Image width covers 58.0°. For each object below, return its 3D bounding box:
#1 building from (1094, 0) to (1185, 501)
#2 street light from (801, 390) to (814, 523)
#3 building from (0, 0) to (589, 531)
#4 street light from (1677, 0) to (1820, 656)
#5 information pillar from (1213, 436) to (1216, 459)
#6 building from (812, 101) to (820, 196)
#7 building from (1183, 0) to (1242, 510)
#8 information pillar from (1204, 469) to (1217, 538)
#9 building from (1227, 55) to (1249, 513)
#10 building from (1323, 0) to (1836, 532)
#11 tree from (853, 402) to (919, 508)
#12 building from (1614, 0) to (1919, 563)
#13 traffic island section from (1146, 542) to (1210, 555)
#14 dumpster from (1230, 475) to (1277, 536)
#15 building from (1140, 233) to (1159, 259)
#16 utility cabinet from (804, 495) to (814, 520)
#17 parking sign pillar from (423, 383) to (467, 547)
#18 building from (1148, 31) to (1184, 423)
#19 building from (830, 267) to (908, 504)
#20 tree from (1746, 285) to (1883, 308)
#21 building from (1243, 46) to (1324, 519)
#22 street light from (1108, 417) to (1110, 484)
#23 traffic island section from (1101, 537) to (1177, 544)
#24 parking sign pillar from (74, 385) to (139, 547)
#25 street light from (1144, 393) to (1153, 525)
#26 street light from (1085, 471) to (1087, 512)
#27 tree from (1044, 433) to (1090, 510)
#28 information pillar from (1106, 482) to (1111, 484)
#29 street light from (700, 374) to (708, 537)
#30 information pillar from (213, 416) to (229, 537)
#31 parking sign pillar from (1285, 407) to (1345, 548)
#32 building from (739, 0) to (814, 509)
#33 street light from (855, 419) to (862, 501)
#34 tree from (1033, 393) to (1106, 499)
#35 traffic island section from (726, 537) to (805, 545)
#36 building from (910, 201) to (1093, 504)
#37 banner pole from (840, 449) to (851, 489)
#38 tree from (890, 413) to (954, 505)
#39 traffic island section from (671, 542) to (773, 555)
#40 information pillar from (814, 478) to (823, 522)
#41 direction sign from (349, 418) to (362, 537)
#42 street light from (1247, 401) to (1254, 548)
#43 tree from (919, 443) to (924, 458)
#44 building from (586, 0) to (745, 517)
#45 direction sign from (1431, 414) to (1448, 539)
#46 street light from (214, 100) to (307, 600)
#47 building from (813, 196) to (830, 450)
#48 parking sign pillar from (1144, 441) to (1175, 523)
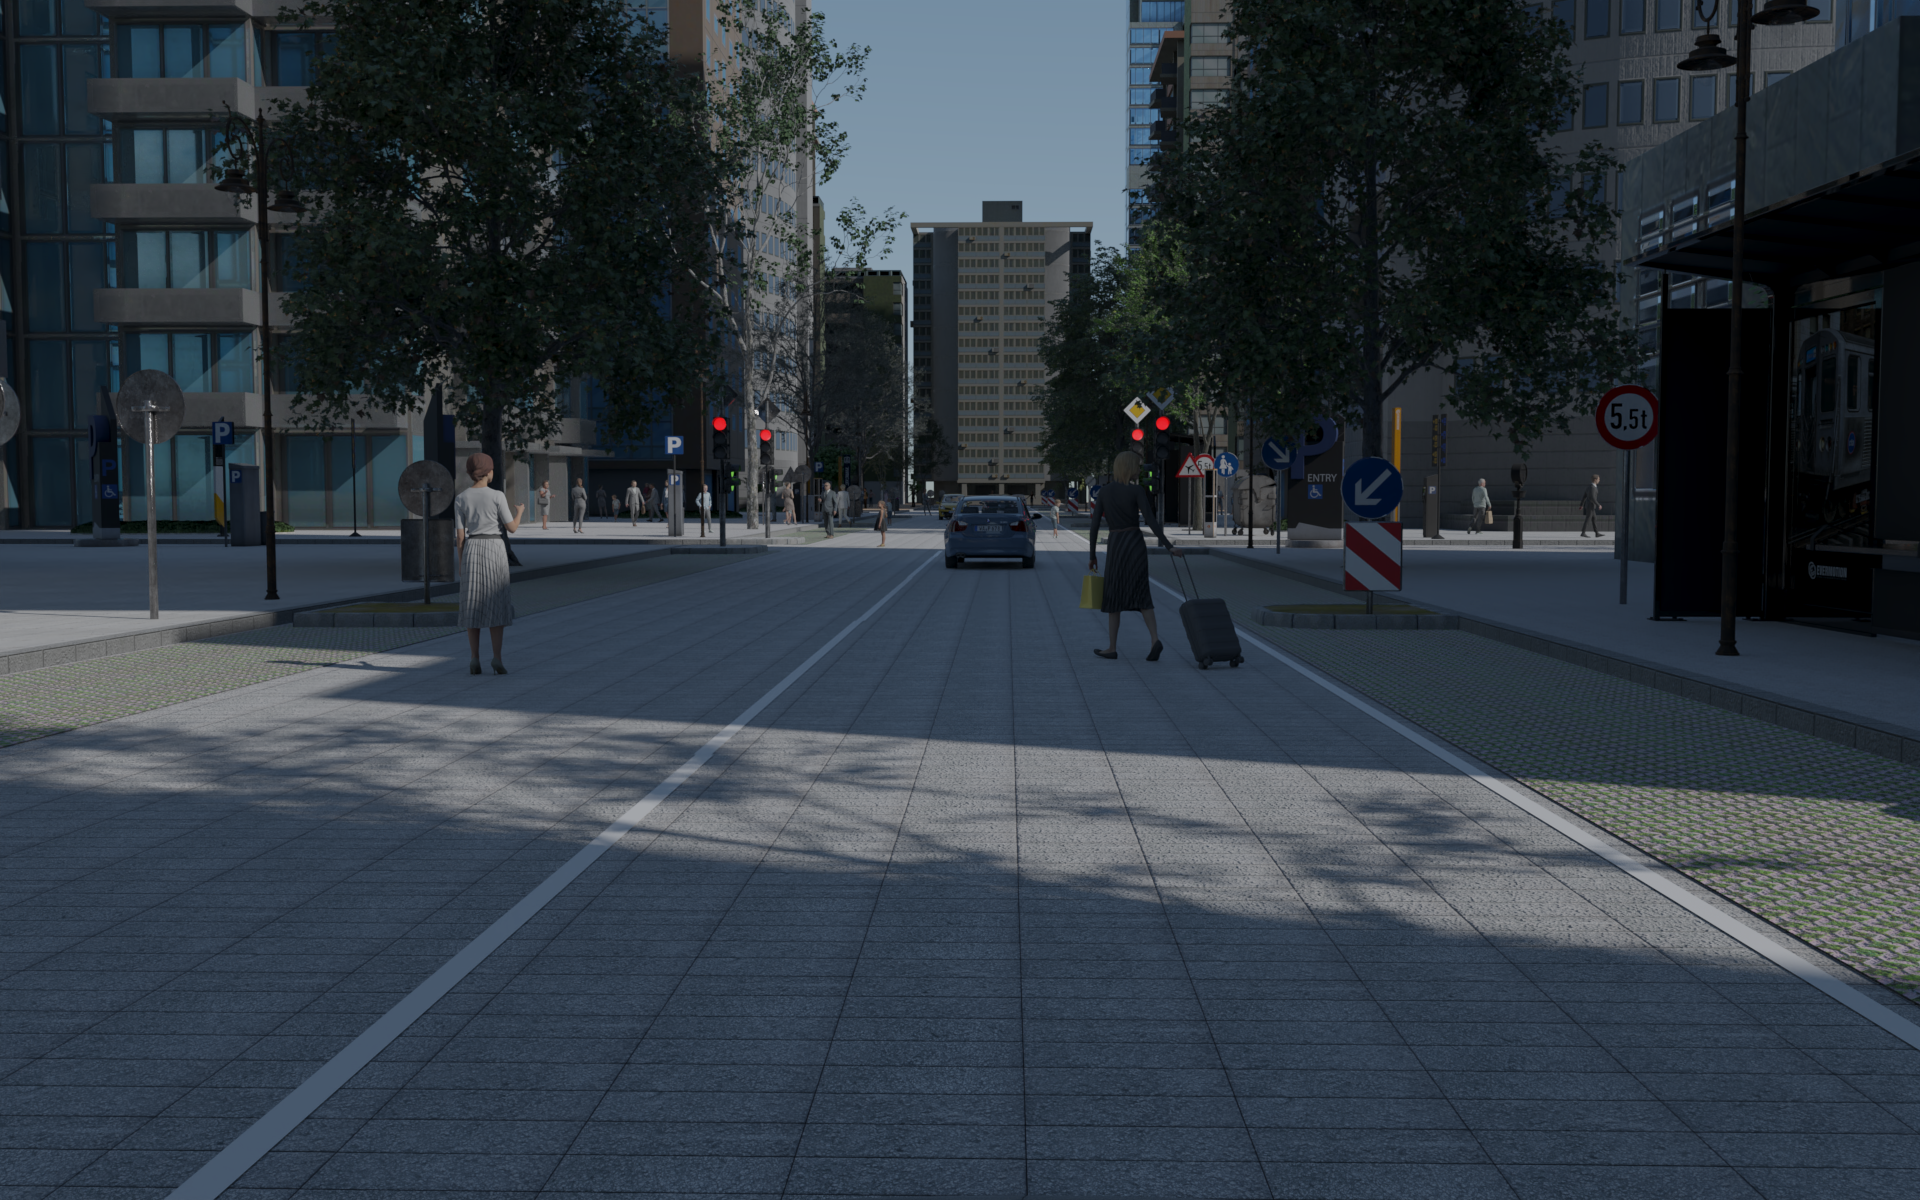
[{"bbox_3d":[33.186,-55.785,224.760,31.000,86.520,22.319,0,4,2],"label":"building"},{"bbox_3d":[-6.847,-6.402,77.458,0.468,5.910,1.993,0,4,2],"label":"street light"},{"bbox_3d":[-28.423,-27.695,72.420,23.786,49.044,30.456,0,4,2],"label":"building"},{"bbox_3d":[6.116,-2.498,13.623,0.468,5.910,1.993,0,4,2],"label":"street light"},{"bbox_3d":[10.160,-4.760,69.182,0.183,3.616,0.504,0,4,5],"label":"information pillar"},{"bbox_3d":[-27.984,-32.303,182.782,28.867,44.769,22.147,0,4,2],"label":"building"},{"bbox_3d":[25.116,-28.037,142.004,14.154,41.232,14.086,0,4,2],"label":"building"},{"bbox_3d":[7.340,-2.829,50.749,0.304,2.012,0.304,2,4,26],"label":"information pillar"},{"bbox_3d":[25.043,-21.149,117.493,14.160,30.474,14.107,0,4,2],"label":"building"},{"bbox_3d":[29.909,-32.080,66.502,28.212,58.520,21.231,0,4,2],"label":"building"},{"bbox_3d":[-6.270,-11.247,134.253,4.360,8.622,3.978,0,3,0],"label":"tree"},{"bbox_3d":[23.664,-43.006,15.823,22.319,86.520,31.000,0,4,2],"label":"building"},{"bbox_3d":[4.906,-1.214,42.137,2.009,0.180,2.903,0,4,2],"label":"traffic island section"},{"bbox_3d":[9.140,-2.938,53.797,1.264,1.857,1.865,0,4,1],"label":"dumpster"},{"bbox_3d":[26.149,-25.319,185.660,14.160,30.474,14.107,0,4,2],"label":"building"},{"bbox_3d":[-7.625,-4.597,86.319,1.020,1.237,0.306,-2,4,-27],"label":"utility cabinet"},{"bbox_3d":[-12.832,-3.315,42.677,1.447,3.967,1.447,-2,4,-31],"label":"parking sign pillar"},{"bbox_3d":[29.262,-31.135,163.685,22.147,44.769,28.867,0,4,2],"label":"building"},{"bbox_3d":[-13.940,-27.657,223.885,14.107,30.474,14.160,0,4,2],"label":"building"},{"bbox_3d":[10.227,-2.177,19.309,4.285,4.588,4.351,0,3,0],"label":"tree"},{"bbox_3d":[23.197,-27.046,92.309,14.600,45.320,14.200,0,4,2],"label":"building"},{"bbox_3d":[8.399,-7.640,97.699,0.468,5.910,1.993,0,4,2],"label":"street light"},{"bbox_3d":[5.122,-1.703,50.119,2.009,0.180,2.903,0,4,2],"label":"traffic island section"},{"bbox_3d":[-20.976,-3.302,42.455,1.447,3.967,1.447,-2,4,-35],"label":"parking sign pillar"},{"bbox_3d":[7.688,-6.025,71.295,0.468,5.910,1.993,0,4,2],"label":"street light"},{"bbox_3d":[9.084,-9.293,124.721,0.468,5.910,1.993,0,4,2],"label":"street light"},{"bbox_3d":[10.762,-13.517,171.370,4.737,8.622,4.395,0,3,0],"label":"tree"},{"bbox_3d":[8.805,-5.970,102.096,0.304,2.012,0.304,2,4,28],"label":"information pillar"},{"bbox_3d":[-7.611,-4.787,51.056,0.468,5.910,1.993,0,4,2],"label":"street light"},{"bbox_3d":[-22.216,-3.708,51.988,0.183,3.616,0.504,1,4,13],"label":"information pillar"},{"bbox_3d":[8.565,-3.250,41.618,1.447,3.967,1.447,1,4,19],"label":"parking sign pillar"},{"bbox_3d":[-23.900,-36.531,139.279,21.231,58.520,28.212,0,4,2],"label":"building"},{"bbox_3d":[-6.152,-8.062,104.609,0.468,5.910,1.993,0,4,2],"label":"street light"},{"bbox_3d":[10.830,-15.054,164.253,7.486,12.596,7.792,0,3,0],"label":"tree"},{"bbox_3d":[-5.615,-1.721,50.414,2.009,0.180,2.903,0,4,2],"label":"traffic island section"},{"bbox_3d":[5.595,-33.047,232.199,23.993,40.220,32.217,0,4,2],"label":"building"},{"bbox_3d":[-6.397,-6.494,96.193,0.863,3.779,0.401,-3,4,-36],"label":"banner pole"},{"bbox_3d":[-4.402,-16.231,199.792,8.767,10.594,7.601,1,4,14],"label":"tree"},{"bbox_3d":[-5.832,-1.232,42.432,2.009,0.180,2.903,0,4,2],"label":"traffic island section"},{"bbox_3d":[-6.571,-4.633,80.248,0.304,2.012,0.304,2,4,25],"label":"information pillar"},{"bbox_3d":[-18.226,-3.676,52.100,0.379,3.537,0.876,-1,4,-15],"label":"direction sign"},{"bbox_3d":[6.862,-4.157,40.752,0.468,5.910,1.993,0,4,2],"label":"street light"},{"bbox_3d":[-5.621,-12.987,162.705,4.360,8.622,3.978,0,3,0],"label":"tree"},{"bbox_3d":[-20.825,-27.676,102.611,14.600,45.320,14.200,0,4,2],"label":"building"},{"bbox_3d":[13.614,-3.500,49.227,0.379,3.537,0.876,-1,4,-10],"label":"direction sign"},{"bbox_3d":[-8.372,-2.943,20.903,0.468,5.910,1.993,0,4,2],"label":"street light"},{"bbox_3d":[-20.211,-23.820,161.164,14.160,30.474,14.107,0,4,2],"label":"building"},{"bbox_3d":[8.957,-5.449,77.563,1.447,3.967,1.447,1,4,10],"label":"parking sign pillar"}]
